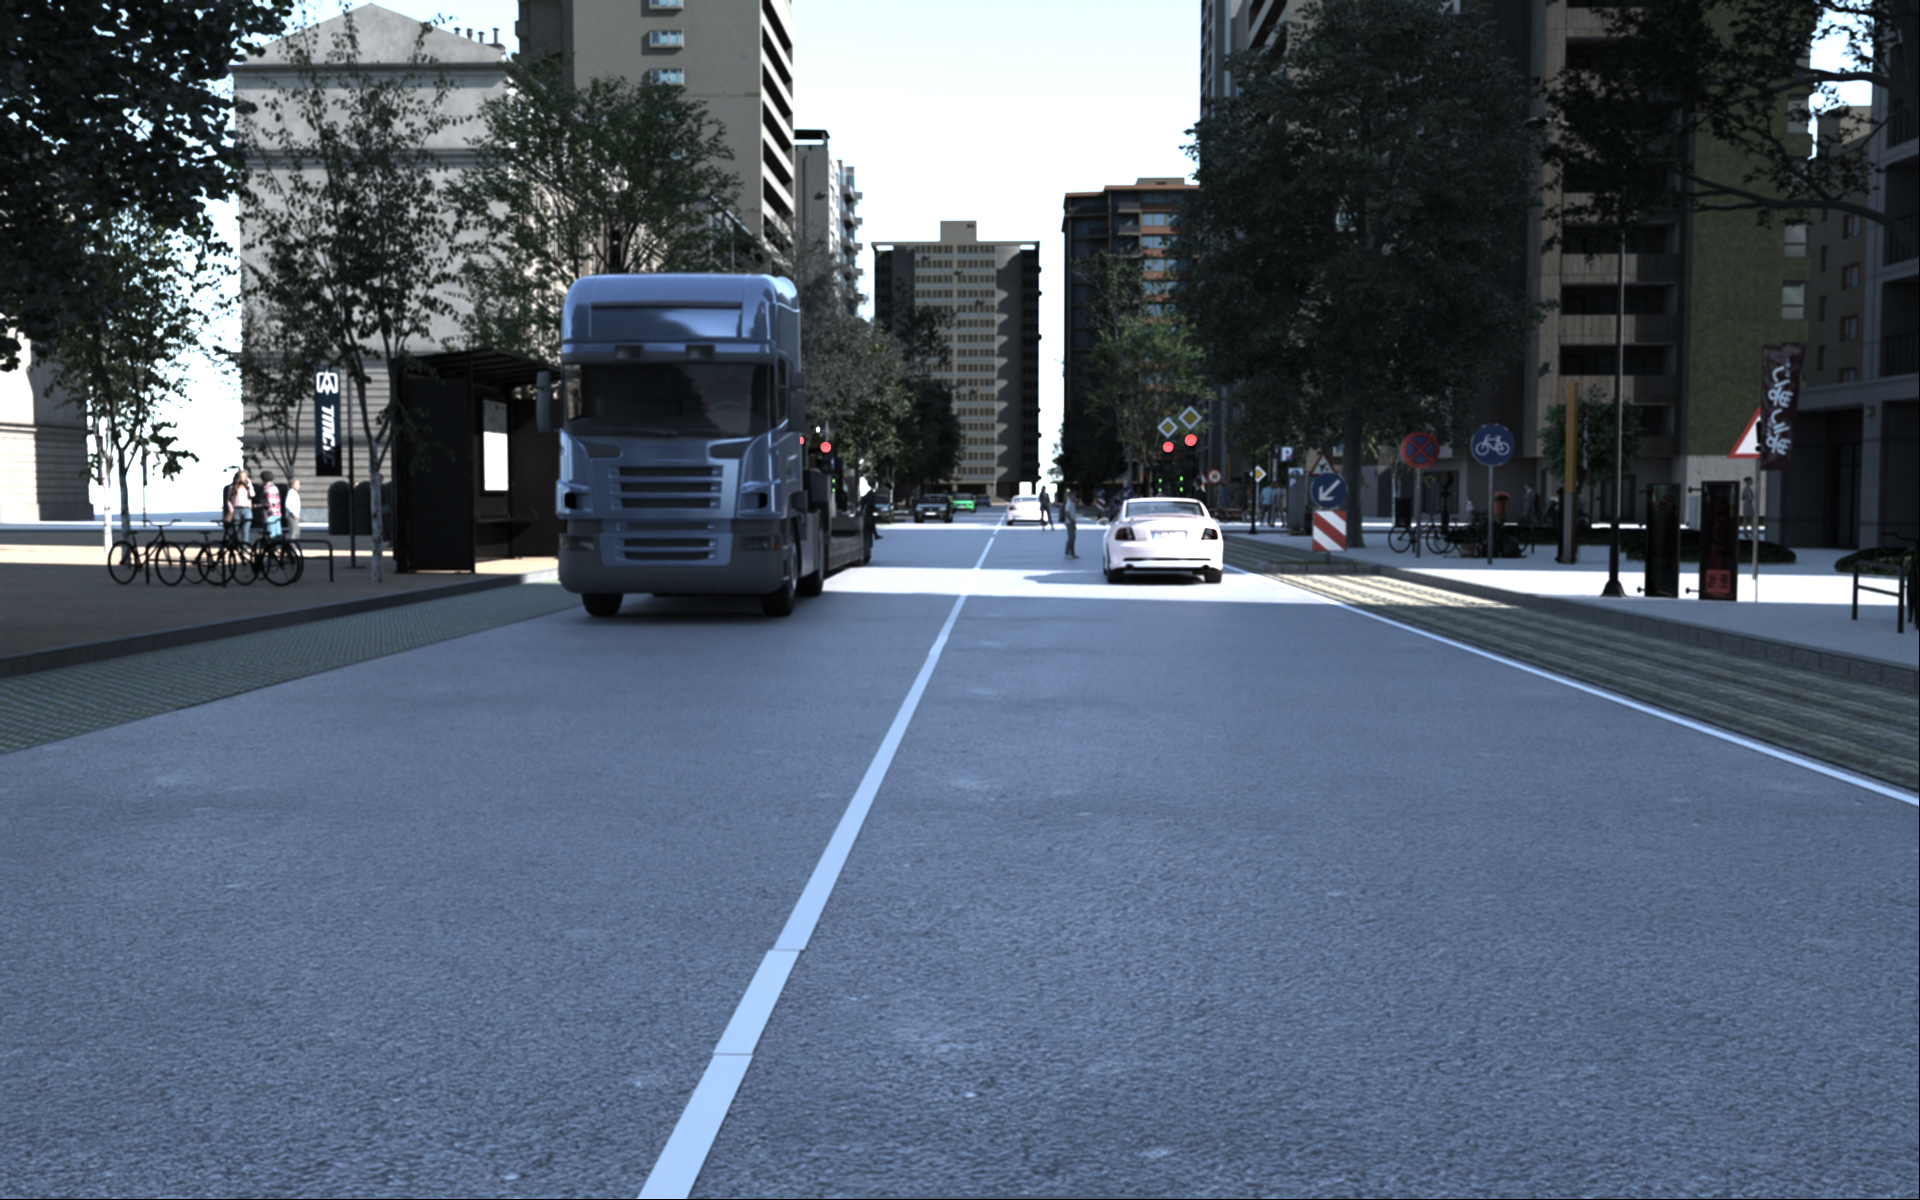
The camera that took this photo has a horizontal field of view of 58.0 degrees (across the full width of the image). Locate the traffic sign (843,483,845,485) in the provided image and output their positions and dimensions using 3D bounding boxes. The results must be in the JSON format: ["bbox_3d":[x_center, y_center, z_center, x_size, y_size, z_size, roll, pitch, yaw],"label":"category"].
[{"bbox_3d":[-6.984,-6.004,98.162,0.884,2.594,0.081,0,4,3],"label":"traffic sign"}]

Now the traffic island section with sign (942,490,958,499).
[{"bbox_3d":[-1.347,-9.571,165.113,1.989,1.847,2.006,0,4,2],"label":"traffic island section with sign"}]

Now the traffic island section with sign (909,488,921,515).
[{"bbox_3d":[-2.904,-6.575,116.130,1.989,1.847,2.006,0,4,2],"label":"traffic island section with sign"}]

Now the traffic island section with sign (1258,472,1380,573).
[{"bbox_3d":[6.573,-1.430,32.005,1.989,1.847,2.006,0,4,2],"label":"traffic island section with sign"}]

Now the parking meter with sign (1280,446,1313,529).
[{"bbox_3d":[12.506,-4.151,64.123,0.543,3.016,1.738,3,4,38],"label":"parking meter with sign"}]

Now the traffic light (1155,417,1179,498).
[{"bbox_3d":[7.507,-4.523,62.869,0.839,4.253,0.868,0,4,2],"label":"traffic light"}]

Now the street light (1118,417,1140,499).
[{"bbox_3d":[10.218,-8.052,104.183,1.470,5.913,1.316,0,4,2],"label":"street light"}]

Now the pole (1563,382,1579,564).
[{"bbox_3d":[11.157,-2.311,31.634,0.158,3.312,0.155,0,3,0],"label":"pole"}]

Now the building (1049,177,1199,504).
[{"bbox_3d":[27.019,-35.918,241.887,28.867,44.769,22.147,0,4,2],"label":"building"}]

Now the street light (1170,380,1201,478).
[{"bbox_3d":[9.267,-6.009,70.790,1.470,5.913,1.316,0,4,2],"label":"street light"}]

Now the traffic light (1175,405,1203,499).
[{"bbox_3d":[7.255,-4.035,54.888,0.839,4.253,0.868,0,4,2],"label":"traffic light"}]

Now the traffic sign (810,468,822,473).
[{"bbox_3d":[-7.044,-5.123,83.863,0.768,2.556,0.104,0,4,2],"label":"traffic sign"}]

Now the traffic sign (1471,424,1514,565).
[{"bbox_3d":[9.652,-1.918,31.471,0.768,2.556,0.104,0,4,7],"label":"traffic sign"}]

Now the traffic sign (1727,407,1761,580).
[{"bbox_3d":[11.869,-1.578,25.802,0.884,2.594,0.081,0,4,8],"label":"traffic sign"}]

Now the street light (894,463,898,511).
[{"bbox_3d":[-4.239,-9.615,129.745,1.470,5.913,1.316,0,4,2],"label":"street light"}]

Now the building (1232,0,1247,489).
[{"bbox_3d":[30.911,-30.333,146.059,14.600,45.320,14.200,0,4,2],"label":"building"}]

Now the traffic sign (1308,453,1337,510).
[{"bbox_3d":[10.833,-3.163,51.720,0.884,2.594,0.081,0,4,6],"label":"traffic sign"}]

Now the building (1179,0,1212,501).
[{"bbox_3d":[35.414,-46.020,190.683,20.563,71.187,20.611,0,4,2],"label":"building"}]

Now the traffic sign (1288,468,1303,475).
[{"bbox_3d":[13.122,-4.015,67.778,0.606,2.300,0.079,1,4,8],"label":"traffic sign"}]

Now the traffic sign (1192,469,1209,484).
[{"bbox_3d":[12.461,-5.481,89.623,0.884,2.594,0.081,0,4,7],"label":"traffic sign"}]

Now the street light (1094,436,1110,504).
[{"bbox_3d":[11.338,-10.116,137.933,1.470,5.913,1.316,0,4,2],"label":"street light"}]

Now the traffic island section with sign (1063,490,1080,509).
[{"bbox_3d":[10.760,-9.545,164.686,1.989,1.847,2.006,0,4,2],"label":"traffic island section with sign"}]

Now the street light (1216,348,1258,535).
[{"bbox_3d":[8.769,-5.033,54.828,1.470,5.913,1.316,0,4,2],"label":"street light"}]

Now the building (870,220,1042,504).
[{"bbox_3d":[-0.267,-34.033,248.316,23.993,40.220,32.217,0,4,2],"label":"building"}]

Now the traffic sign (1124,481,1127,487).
[{"bbox_3d":[12.931,-8.050,133.740,0.606,2.300,0.079,1,4,9],"label":"traffic sign"}]

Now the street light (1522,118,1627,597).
[{"bbox_3d":[7.646,-2.997,21.547,1.470,5.913,1.316,0,4,2],"label":"street light"}]

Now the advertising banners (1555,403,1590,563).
[{"bbox_3d":[11.636,-2.240,32.819,0.090,3.025,2.074,2,4,34],"label":"advertising banners"}]

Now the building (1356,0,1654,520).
[{"bbox_3d":[30.104,-20.118,100.634,14.160,30.474,14.107,0,4,2],"label":"building"}]

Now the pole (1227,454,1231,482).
[{"bbox_3d":[13.733,-5.784,88.410,0.158,3.312,0.155,0,3,0],"label":"pole"}]

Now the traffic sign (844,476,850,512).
[{"bbox_3d":[-7.726,-7.419,121.414,0.768,2.556,0.104,0,4,7],"label":"traffic sign"}]

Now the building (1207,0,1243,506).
[{"bbox_3d":[34.708,-38.209,166.714,21.231,58.520,28.212,0,4,2],"label":"building"}]

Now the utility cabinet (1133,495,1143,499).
[{"bbox_3d":[13.147,-7.084,126.986,1.020,1.237,0.306,3,5,44],"label":"utility cabinet"}]

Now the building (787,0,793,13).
[{"bbox_3d":[-24.924,-44.774,170.302,20.563,71.187,20.611,0,4,2],"label":"building"}]

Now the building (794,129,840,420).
[{"bbox_3d":[-20.893,-31.355,196.252,14.086,41.232,14.154,0,4,2],"label":"building"}]

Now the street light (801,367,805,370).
[{"bbox_3d":[-6.349,-5.544,63.179,1.470,5.913,1.316,0,4,2],"label":"street light"}]

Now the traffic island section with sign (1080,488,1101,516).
[{"bbox_3d":[9.196,-6.500,114.901,1.989,1.847,2.006,0,4,2],"label":"traffic island section with sign"}]

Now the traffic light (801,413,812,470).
[{"bbox_3d":[-5.100,-4.057,55.260,0.839,4.253,0.868,0,4,2],"label":"traffic light"}]

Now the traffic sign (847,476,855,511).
[{"bbox_3d":[-7.527,-7.363,120.498,0.768,2.556,0.104,1,4,11],"label":"traffic sign"}]

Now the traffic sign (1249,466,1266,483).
[{"bbox_3d":[13.599,-4.848,79.000,0.795,2.593,0.064,1,4,9],"label":"traffic sign"}]

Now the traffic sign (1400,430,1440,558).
[{"bbox_3d":[9.221,-2.121,34.785,0.768,2.556,0.104,1,4,9],"label":"traffic sign"}]

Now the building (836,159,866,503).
[{"bbox_3d":[-28.443,-38.253,245.040,30.456,49.044,23.786,0,4,2],"label":"building"}]

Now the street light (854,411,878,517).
[{"bbox_3d":[-5.228,-7.579,96.460,1.470,5.913,1.316,0,4,2],"label":"street light"}]

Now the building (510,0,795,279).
[{"bbox_3d":[-26.192,-32.159,149.498,21.300,48.544,21.600,0,4,2],"label":"building"}]

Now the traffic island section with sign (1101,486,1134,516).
[{"bbox_3d":[8.344,-4.852,87.960,1.989,1.847,2.006,0,4,2],"label":"traffic island section with sign"}]

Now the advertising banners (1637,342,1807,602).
[{"bbox_3d":[9.131,-1.508,20.842,0.090,3.025,2.074,-2,4,-35],"label":"advertising banners"}]

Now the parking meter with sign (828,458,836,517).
[{"bbox_3d":[-6.288,-5.364,83.962,0.543,3.016,1.738,0,4,1],"label":"parking meter with sign"}]

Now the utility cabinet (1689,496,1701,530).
[{"bbox_3d":[26.304,-3.092,61.714,0.306,1.237,1.020,3,5,44],"label":"utility cabinet"}]

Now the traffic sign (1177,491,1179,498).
[{"bbox_3d":[11.788,-5.720,93.624,0.768,2.556,0.104,1,4,11],"label":"traffic sign"}]

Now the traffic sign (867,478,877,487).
[{"bbox_3d":[-6.750,-8.093,132.432,0.768,2.556,0.104,0,4,6],"label":"traffic sign"}]

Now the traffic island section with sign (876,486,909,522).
[{"bbox_3d":[-3.795,-4.852,87.958,1.989,1.847,2.006,0,4,2],"label":"traffic island section with sign"}]

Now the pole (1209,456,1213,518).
[{"bbox_3d":[13.541,-6.090,93.414,0.158,3.312,0.155,0,3,0],"label":"pole"}]

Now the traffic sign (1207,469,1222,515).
[{"bbox_3d":[13.033,-5.416,88.661,0.768,2.556,0.104,1,4,8],"label":"traffic sign"}]
